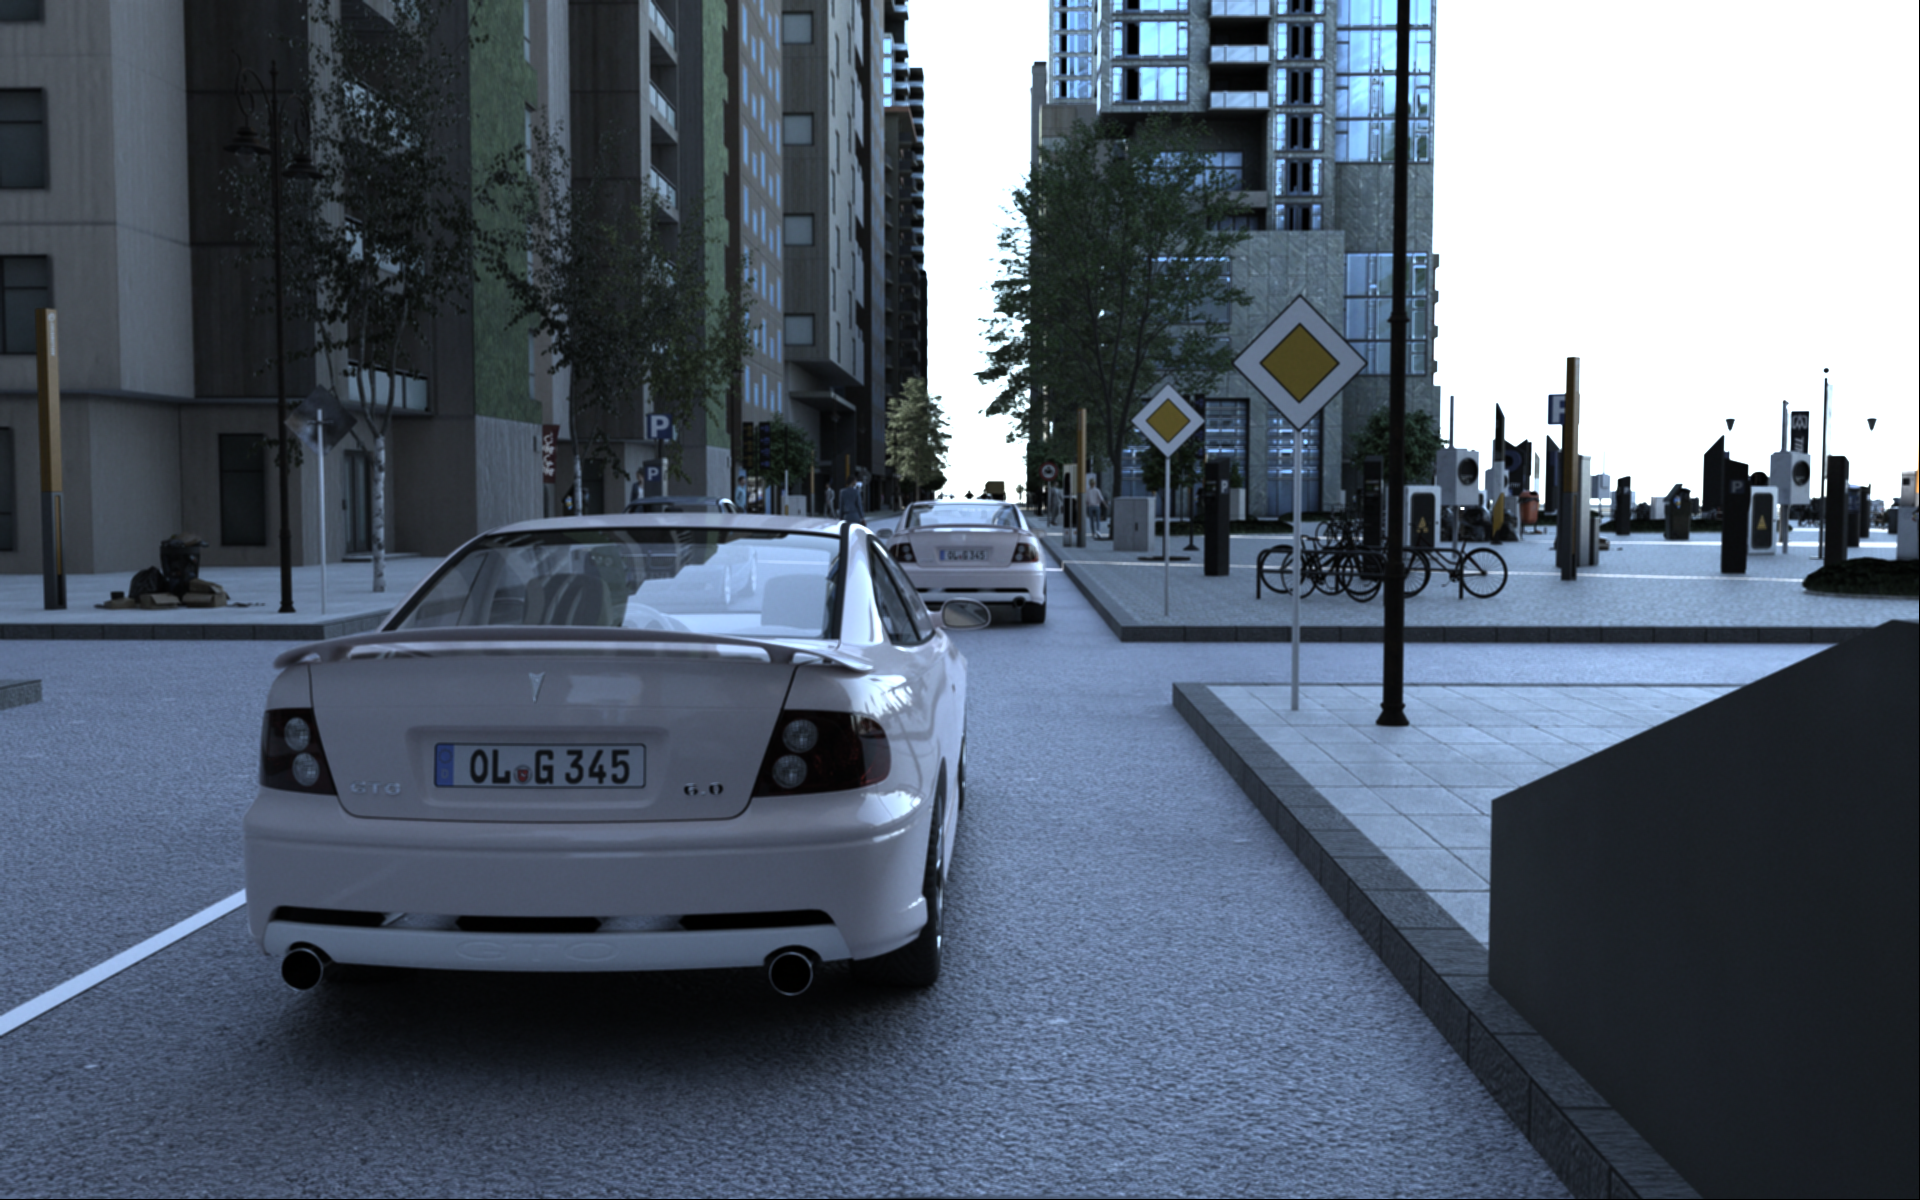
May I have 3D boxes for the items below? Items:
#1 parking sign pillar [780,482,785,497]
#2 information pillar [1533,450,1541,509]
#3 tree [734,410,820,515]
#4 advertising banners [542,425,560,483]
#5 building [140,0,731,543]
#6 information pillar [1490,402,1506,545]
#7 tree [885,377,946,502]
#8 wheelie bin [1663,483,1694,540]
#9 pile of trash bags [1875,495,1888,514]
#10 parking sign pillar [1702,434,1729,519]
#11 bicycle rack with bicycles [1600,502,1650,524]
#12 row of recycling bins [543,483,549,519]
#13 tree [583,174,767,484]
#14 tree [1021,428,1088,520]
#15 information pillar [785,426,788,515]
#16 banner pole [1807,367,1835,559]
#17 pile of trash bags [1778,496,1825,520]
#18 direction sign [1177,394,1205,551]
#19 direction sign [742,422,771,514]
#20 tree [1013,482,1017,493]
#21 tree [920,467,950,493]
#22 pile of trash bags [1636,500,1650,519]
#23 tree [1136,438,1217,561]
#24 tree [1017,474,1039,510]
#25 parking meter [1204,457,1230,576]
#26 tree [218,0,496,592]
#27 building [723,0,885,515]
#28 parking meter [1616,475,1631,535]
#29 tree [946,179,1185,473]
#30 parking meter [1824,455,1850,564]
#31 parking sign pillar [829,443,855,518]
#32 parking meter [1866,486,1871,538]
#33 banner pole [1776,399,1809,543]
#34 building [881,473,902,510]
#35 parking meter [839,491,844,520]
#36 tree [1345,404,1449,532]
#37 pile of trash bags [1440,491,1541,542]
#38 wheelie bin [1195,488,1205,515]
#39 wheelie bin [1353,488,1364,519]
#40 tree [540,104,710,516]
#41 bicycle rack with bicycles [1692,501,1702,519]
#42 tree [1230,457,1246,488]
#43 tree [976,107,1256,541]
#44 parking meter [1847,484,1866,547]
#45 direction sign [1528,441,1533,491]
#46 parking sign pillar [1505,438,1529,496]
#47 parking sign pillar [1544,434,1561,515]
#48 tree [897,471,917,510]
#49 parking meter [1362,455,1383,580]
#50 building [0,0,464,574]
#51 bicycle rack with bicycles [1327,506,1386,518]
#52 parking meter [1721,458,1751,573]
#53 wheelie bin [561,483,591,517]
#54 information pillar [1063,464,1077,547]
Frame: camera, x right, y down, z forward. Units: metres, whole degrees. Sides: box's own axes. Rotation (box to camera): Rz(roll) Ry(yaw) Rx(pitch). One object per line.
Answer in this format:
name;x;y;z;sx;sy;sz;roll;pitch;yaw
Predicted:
parking sign pillar;-9.836;-6.313;91.684;1.447;3.967;1.447;2;4;34
information pillar;30.816;-6.190;92.560;0.504;3.616;0.183;-3;4;-36
tree;-7.161;-5.118;67.388;4.285;4.588;4.351;0;3;0
advertising banners;-11.106;-2.898;43.576;2.074;3.025;0.090;-1;4;-8
building;-15.421;-22.686;54.506;14.154;41.232;14.086;0;4;1
information pillar;13.669;-3.215;43.922;0.183;3.616;0.504;0;4;-6
tree;-3.963;-15.321;168.620;7.486;12.596;7.792;0;3;0
wheelie bin;20.303;-2.511;48.968;0.693;1.594;0.980;0;4;5
pile of trash bags;42.415;-4.284;79.790;3.447;1.369;1.912;2;4;34
parking sign pillar;34.327;-5.516;78.666;1.447;3.967;1.447;-1;4;-14
bicycle rack with bicycles;28.981;-3.755;74.775;2.852;0.926;2.925;-1;4;-9
row of recycling bins;-12.625;-2.350;45.540;3.534;1.692;1.069;-2;4;-26
tree;-6.801;-5.540;40.950;4.737;8.622;4.395;0;3;0
tree;4.677;-6.247;85.858;4.285;4.588;4.351;0;3;0
information pillar;-5.991;-4.186;59.788;0.183;3.616;0.504;0;4;-5
banner pole;17.226;-2.716;34.429;0.401;3.779;0.863;3;5;40
pile of trash bags;43.164;-4.730;87.091;3.447;1.369;1.912;0;4;5
direction sign;5.279;-2.901;39.430;0.379;3.537;0.876;-2;4;-31
direction sign;-6.393;-3.820;54.456;0.876;3.537;0.379;0;4;3
tree;8.450;-15.322;245.119;1.663;3.219;1.824;0;3;0
tree;-2.894;-13.377;202.422;4.285;4.588;4.351;0;3;0
pile of trash bags;33.518;-4.575;84.559;3.447;1.369;1.912;0;4;-2
tree;3.896;-2.382;33.546;1.663;3.219;1.824;0;3;0
tree;5.762;-8.716;137.108;1.663;3.219;1.824;0;3;0
parking meter;4.033;-1.314;27.188;0.255;1.863;0.399;3;5;43
tree;-7.706;-4.424;22.703;4.360;8.622;3.978;0;3;0
building;-12.936;-29.226;127.958;14.600;45.320;14.200;0;4;1
parking meter;20.817;-2.975;54.355;0.399;1.863;0.255;-1;4;-16
tree;4.190;-8.840;62.660;7.486;12.596;7.792;0;3;0
parking meter;13.222;-1.248;26.117;0.255;1.863;0.399;3;4;38
parking sign pillar;-6.234;-6.330;91.974;1.447;3.967;1.447;-2;4;-26
parking meter;26.619;-2.609;51.069;0.372;1.533;0.369;0;3;0
banner pole;21.925;-3.402;45.646;0.863;3.779;0.401;1;4;17
building;-21.447;-27.859;147.381;32.217;40.220;23.993;0;4;1
parking meter;-5.687;-4.633;84.154;0.372;1.533;0.369;0;3;0
tree;14.537;-4.505;57.378;4.285;4.588;4.351;0;3;0
pile of trash bags;14.591;-2.309;47.512;3.447;1.369;1.912;-2;4;-30
wheelie bin;12.009;-4.712;84.942;0.980;1.594;0.693;-1;4;-21
wheelie bin;20.849;-5.005;89.738;0.980;1.594;0.693;-2;4;-26
tree;-7.226;-5.094;33.654;4.360;8.622;3.978;0;3;0
bicycle rack with bicycles;38.040;-4.602;88.628;2.852;0.926;2.925;-1;4;-23
tree;14.045;-5.763;88.831;1.663;3.219;1.824;0;3;0
tree;4.314;-7.457;47.676;9.928;11.665;9.643;0;3;0
parking meter;21.709;-2.065;42.168;0.372;1.533;0.369;0;3;0
direction sign;24.422;-5.031;74.256;0.379;3.537;0.876;1;4;9
parking sign pillar;26.771;-5.816;83.562;1.447;3.967;1.447;3;4;38
parking sign pillar;27.033;-5.500;78.394;1.447;3.967;1.447;-3;4;-37
tree;-4.293;-9.029;142.218;1.663;3.219;1.824;0;3;0
parking meter;6.174;-1.235;25.898;0.255;1.863;0.399;1;4;19
building;-16.880;-21.339;32.490;14.154;41.232;14.086;0;4;1
bicycle rack with bicycles;9.863;-1.725;41.578;2.925;0.926;2.852;-1;4;-18
parking meter;12.587;-1.368;28.085;0.399;1.863;0.255;1;4;17
wheelie bin;-10.081;-2.300;45.511;0.693;1.594;0.980;0;4;-5
information pillar;2.722;-2.308;42.235;0.304;2.012;0.304;-2;4;-35
